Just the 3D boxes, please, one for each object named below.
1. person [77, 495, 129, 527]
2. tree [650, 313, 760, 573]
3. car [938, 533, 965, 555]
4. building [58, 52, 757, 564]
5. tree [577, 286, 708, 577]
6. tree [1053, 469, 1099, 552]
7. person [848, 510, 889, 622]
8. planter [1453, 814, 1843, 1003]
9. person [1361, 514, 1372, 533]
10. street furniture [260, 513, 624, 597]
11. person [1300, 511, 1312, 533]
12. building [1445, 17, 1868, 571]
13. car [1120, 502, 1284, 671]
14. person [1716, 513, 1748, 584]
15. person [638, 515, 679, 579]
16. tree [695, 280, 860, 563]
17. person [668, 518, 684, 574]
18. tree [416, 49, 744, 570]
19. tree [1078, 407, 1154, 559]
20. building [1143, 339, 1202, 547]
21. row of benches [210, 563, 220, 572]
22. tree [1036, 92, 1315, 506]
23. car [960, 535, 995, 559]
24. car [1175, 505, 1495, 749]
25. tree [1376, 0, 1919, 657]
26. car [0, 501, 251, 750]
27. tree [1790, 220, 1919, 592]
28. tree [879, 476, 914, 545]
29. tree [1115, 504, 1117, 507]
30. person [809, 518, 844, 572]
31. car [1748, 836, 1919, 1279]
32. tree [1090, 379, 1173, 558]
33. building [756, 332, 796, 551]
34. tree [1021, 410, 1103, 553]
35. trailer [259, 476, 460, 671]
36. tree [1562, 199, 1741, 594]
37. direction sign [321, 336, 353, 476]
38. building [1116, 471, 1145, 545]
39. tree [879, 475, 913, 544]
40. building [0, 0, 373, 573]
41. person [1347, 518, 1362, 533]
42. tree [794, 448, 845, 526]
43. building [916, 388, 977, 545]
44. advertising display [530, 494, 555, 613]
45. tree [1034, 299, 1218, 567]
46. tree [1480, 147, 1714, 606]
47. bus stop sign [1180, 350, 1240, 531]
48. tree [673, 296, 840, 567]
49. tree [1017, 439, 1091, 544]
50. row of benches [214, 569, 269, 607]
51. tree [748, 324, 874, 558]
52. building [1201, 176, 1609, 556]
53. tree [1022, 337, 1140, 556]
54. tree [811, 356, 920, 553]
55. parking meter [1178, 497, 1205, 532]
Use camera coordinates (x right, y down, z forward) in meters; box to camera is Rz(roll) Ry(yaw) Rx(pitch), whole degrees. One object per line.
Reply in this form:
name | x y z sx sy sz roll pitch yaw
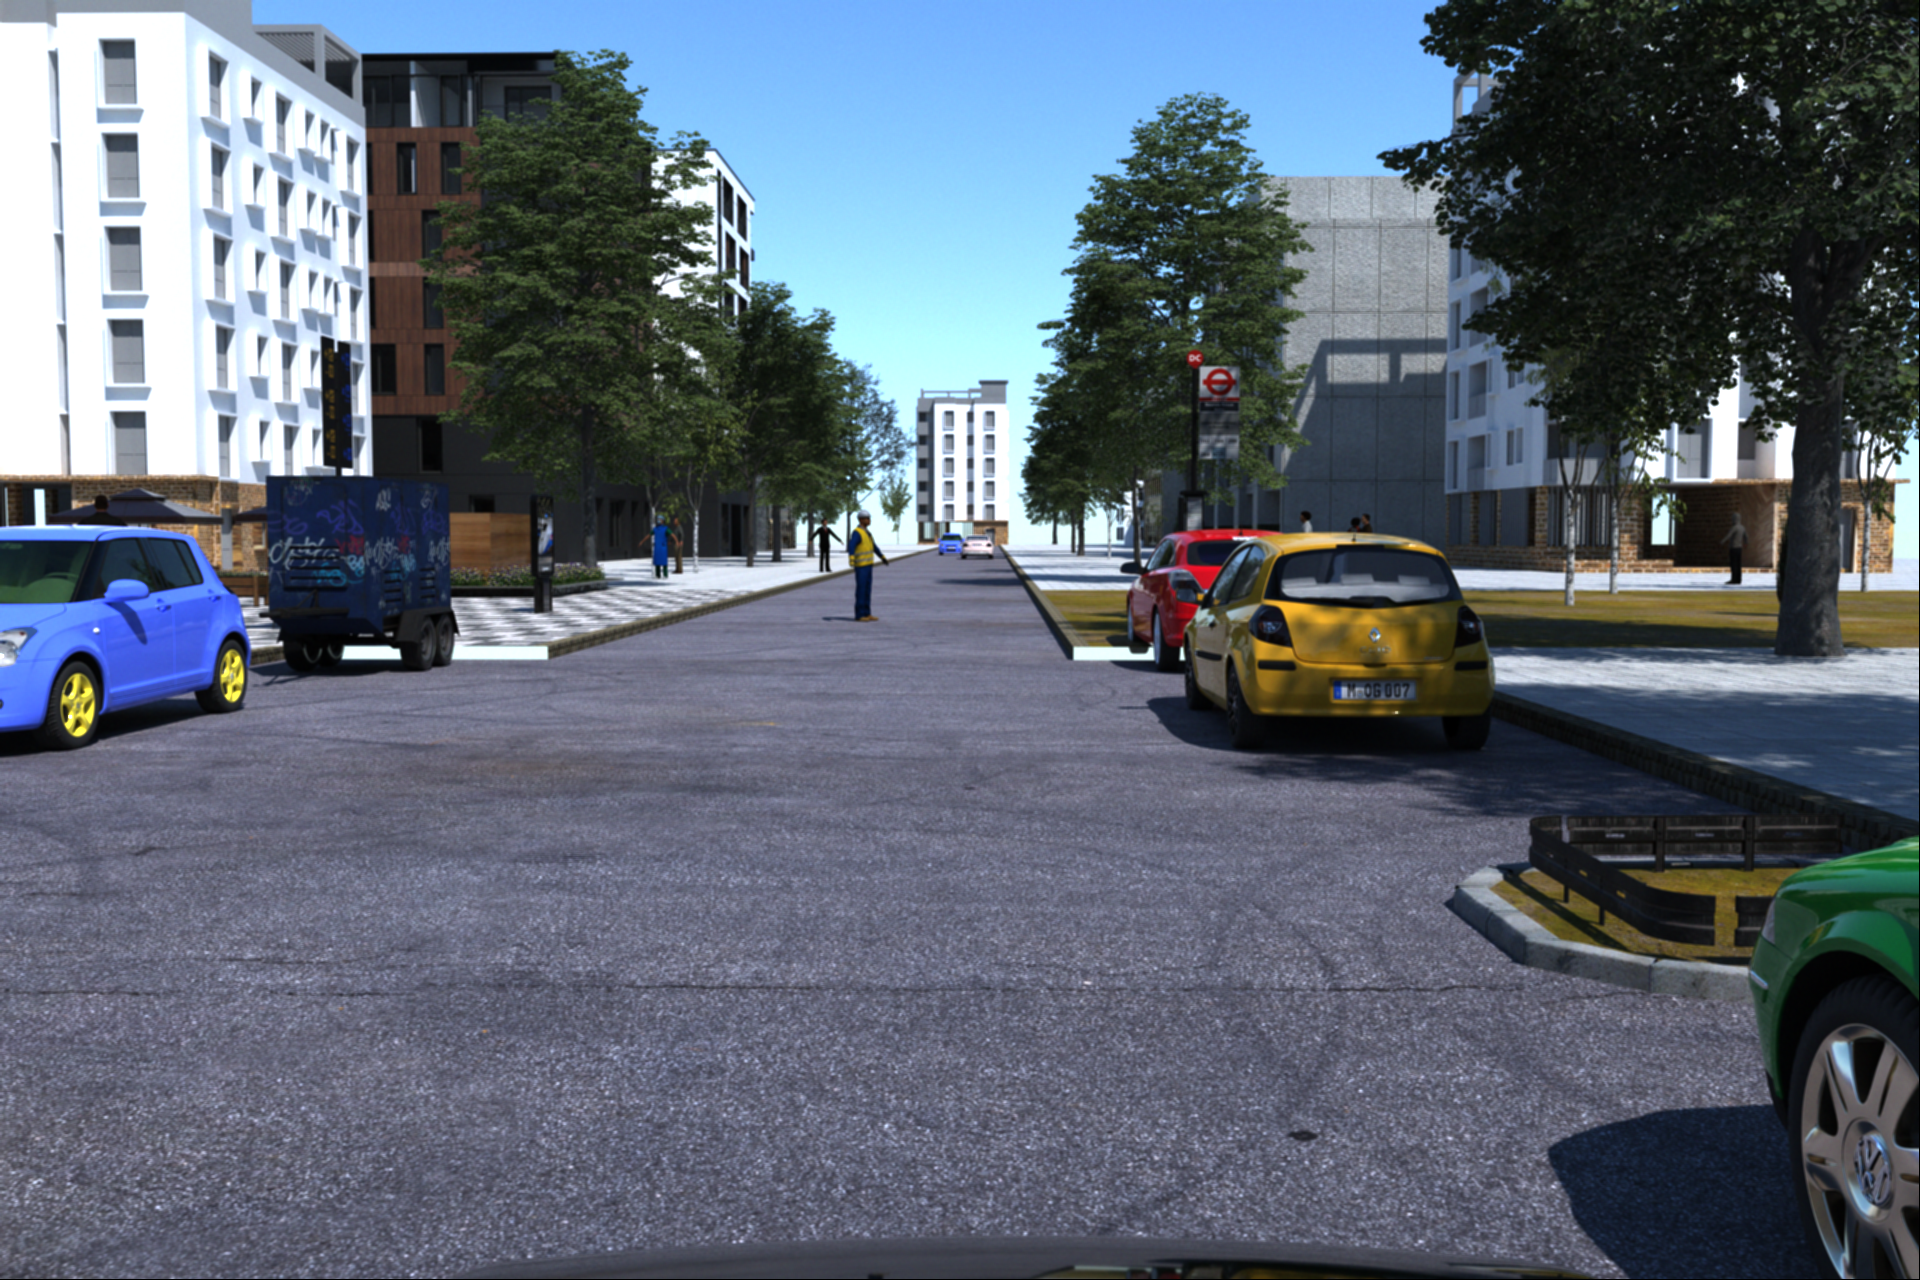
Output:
person | -11.437 -1.033 23.117 1.346 1.802 0.704 -2 4 -25
tree | -8.708 -6.529 57.116 4.737 8.622 4.395 0 3 0
car | -0.560 -6.661 118.495 1.945 1.707 3.694 0 4 1
building | -26.911 -15.073 90.417 27.936 21.610 32.646 0 4 2
tree | -8.958 -6.167 51.196 4.360 8.622 3.978 0 3 0
tree | 8.492 -10.630 124.169 4.737 8.622 4.395 0 3 0
person | -1.556 -1.227 28.493 0.705 1.833 1.349 1 4 23
planter | 2.872 0.913 6.211 1.991 0.319 1.994 0 4 1
person | 10.657 -2.415 45.629 0.704 1.812 1.346 1 4 10
street furniture | -11.094 -1.856 37.205 11.010 1.723 9.812 0 4 0
person | 7.905 -2.056 39.802 0.705 1.806 1.347 1 4 14
building | 25.117 -13.036 69.559 16.016 20.090 11.380 0 4 1
car | 2.934 -0.645 19.580 2.155 1.783 4.494 0 4 0
person | 19.799 -2.333 44.272 1.348 1.813 0.705 -3 4 -36
person | -8.494 -2.627 49.081 1.347 1.817 0.704 1 4 23
tree | -8.407 -9.796 78.299 7.486 12.596 7.792 0 3 0
person | -9.165 -3.051 56.148 0.705 1.796 1.348 -2 4 -27
tree | -8.835 -7.499 40.740 7.486 12.596 7.792 0 3 0
tree | 7.470 -8.402 87.731 4.360 8.622 3.978 0 3 0
building | 28.088 -20.671 168.906 19.493 23.208 18.063 0 4 1
row of benches | -18.936 -1.483 39.710 4.104 0.672 1.422 1 4 15
tree | 5.742 -7.784 45.399 7.486 12.596 7.792 0 3 0
car | 1.009 -5.383 100.369 2.083 1.381 4.827 0 4 1
car | 2.681 -0.168 12.970 2.015 1.641 3.980 0 4 1
tree | 8.971 -6.816 18.091 9.857 13.997 8.962 0 3 0
car | -6.677 -0.185 12.614 1.945 1.707 3.694 0 4 1
tree | 20.355 -5.372 38.194 4.737 8.622 4.395 0 3 0
tree | -7.796 -15.975 211.555 4.737 8.622 4.395 0 3 0
tree | 22.620 -17.085 213.750 7.601 10.594 8.767 0 4 -1
person | -4.551 -3.196 58.440 1.347 1.806 0.705 -2 4 -34
car | 2.439 0.441 1.588 1.959 1.807 4.718 0 3 0
tree | 7.538 -7.405 71.442 4.360 8.622 3.978 0 3 0
building | -23.872 -19.046 142.334 19.493 23.208 18.063 0 4 1
tree | 7.319 -11.090 115.729 7.601 10.594 8.767 -3 4 -36
trailer | -6.291 -0.652 17.708 1.471 1.999 3.904 0 4 1
tree | 14.159 -5.286 36.781 4.737 8.622 4.395 0 3 0
direction sign | -7.280 -1.732 20.308 0.379 3.537 0.876 0 3 0
building | 22.875 -15.416 194.190 9.099 9.664 28.070 0 4 1
tree | -7.980 -16.253 216.095 4.737 8.622 4.395 0 3 0
building | -28.403 -12.154 55.144 16.016 20.090 11.380 0 4 1
person | 13.196 -3.152 57.675 1.345 1.843 0.704 3 5 42
tree | -18.136 -18.646 211.514 9.857 13.997 8.962 0 3 0
building | -4.968 -21.843 216.006 11.380 20.090 16.016 0 4 -8
advertising display | -6.841 -1.417 28.390 0.123 1.923 0.974 0 4 2
tree | 6.178 -7.871 63.096 7.601 10.594 8.767 0 4 0
tree | 10.947 -4.937 31.088 4.360 8.622 3.978 0 3 0
bus stop sign | 3.622 -2.231 25.184 0.855 3.939 0.416 0 4 2
tree | -7.877 -8.113 67.054 7.601 10.594 8.767 -3 5 -43
tree | 11.956 -18.913 215.876 9.857 13.997 8.962 0 3 0
row of benches | -12.782 -0.929 30.657 4.104 0.672 1.422 0 4 -4
tree | -8.554 -10.759 94.043 7.486 12.596 7.792 0 3 0
building | 23.401 -13.930 94.215 16.747 18.905 31.486 0 4 1
tree | 7.189 -11.105 99.689 7.486 12.596 7.792 0 3 0
tree | -7.591 -12.757 118.939 12.009 13.543 11.850 0 3 0
parking meter | 3.667 -1.332 27.493 0.399 1.863 0.255 0 4 0
